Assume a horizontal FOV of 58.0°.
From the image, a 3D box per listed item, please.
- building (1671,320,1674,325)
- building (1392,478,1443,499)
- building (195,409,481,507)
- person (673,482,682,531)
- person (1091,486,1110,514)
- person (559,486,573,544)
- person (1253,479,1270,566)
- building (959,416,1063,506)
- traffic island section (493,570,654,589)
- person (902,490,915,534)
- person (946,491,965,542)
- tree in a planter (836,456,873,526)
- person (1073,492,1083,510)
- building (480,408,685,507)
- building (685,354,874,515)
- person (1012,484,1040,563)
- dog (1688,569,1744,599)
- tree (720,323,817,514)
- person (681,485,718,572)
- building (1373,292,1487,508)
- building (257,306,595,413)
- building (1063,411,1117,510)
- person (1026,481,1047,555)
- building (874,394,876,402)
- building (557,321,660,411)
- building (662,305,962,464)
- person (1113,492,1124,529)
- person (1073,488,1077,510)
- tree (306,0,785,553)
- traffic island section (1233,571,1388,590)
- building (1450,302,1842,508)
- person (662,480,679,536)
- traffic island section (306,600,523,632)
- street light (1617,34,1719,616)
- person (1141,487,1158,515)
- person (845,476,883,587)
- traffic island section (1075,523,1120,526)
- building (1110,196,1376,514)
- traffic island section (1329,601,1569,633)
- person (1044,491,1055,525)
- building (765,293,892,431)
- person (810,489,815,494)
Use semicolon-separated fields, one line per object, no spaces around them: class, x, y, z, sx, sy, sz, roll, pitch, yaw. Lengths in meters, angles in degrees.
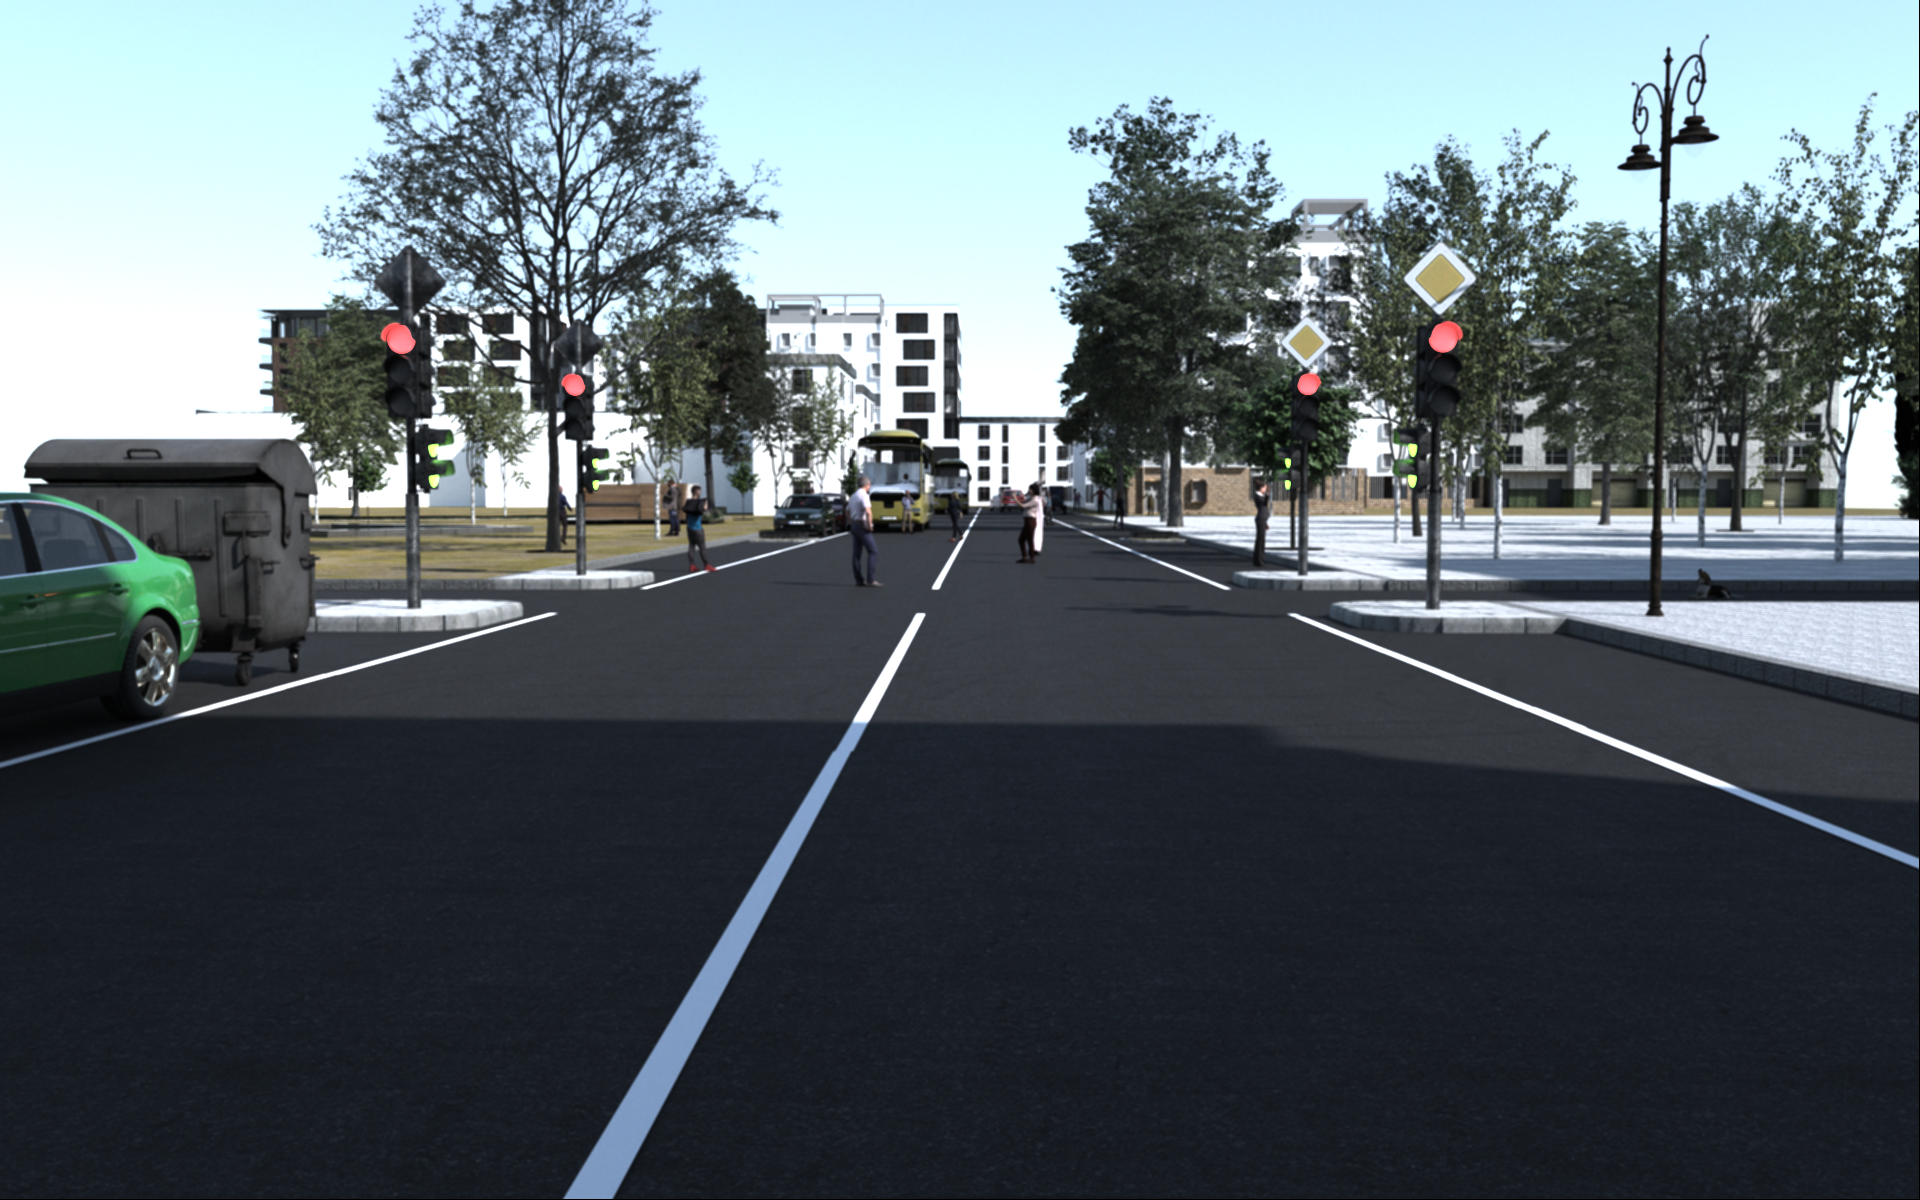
building;74.099;-20.663;194.256;11.380;20.091;16.016;0;4;1
building;54.107;-15.221;191.005;28.070;9.664;9.099;0;4;1
building;-61.330;-14.267;175.418;28.070;9.664;9.099;0;4;1
person;-9.903;-3.253;59.920;0.565;1.739;0.600;2;4;30
person;8.812;-6.281;108.682;1.348;1.831;0.705;2;4;26
person;-10.167;-2.180;44.384;0.574;1.496;0.600;3;4;38
person;6.030;-1.522;34.189;0.445;1.727;0.742;-1;4;-21
building;13.945;-15.263;191.704;28.070;9.664;9.099;0;4;1
traffic island section;-6.022;-0.317;27.458;2.009;0.180;2.903;0;4;1
person;-1.880;-3.177;62.512;0.516;1.574;0.319;-2;4;-28
person;-0.125;-2.527;52.353;0.480;1.512;0.613;2;4;27
tree in a planter;-4.847;-5.018;79.265;1.991;3.239;1.994;0;4;1
person;9.491;-7.944;139.143;0.991;1.433;0.599;-2;4;-27
building;-32.658;-14.193;174.195;28.070;9.664;9.099;0;4;1
building;-11.525;-10.732;117.612;9.099;9.664;28.070;0;4;1
person;1.352;-1.585;35.882;0.566;1.644;0.517;2;4;33
dog;10.392;-0.219;23.780;0.748;0.427;0.550;1;4;20
tree;-7.958;-7.557;73.915;4.360;8.622;3.978;0;3;0
person;-4.807;-1.319;31.940;0.647;1.594;0.662;3;4;38
building;43.474;-19.096;168.633;11.380;20.091;16.016;0;4;1
building;-61.097;-21.898;202.009;32.646;21.610;27.936;0;4;1
building;15.120;-13.555;163.767;9.099;9.664;28.070;0;4;1
person;1.777;-1.916;40.496;0.551;1.740;0.621;1;4;15
building;-11.669;-12.502;146.556;9.099;9.664;28.070;0;4;1
building;-38.539;-20.747;195.626;11.380;20.091;16.016;0;4;1
building;-16.258;-21.838;201.024;32.646;21.610;27.936;0;4;1
person;6.461;-3.640;70.553;0.613;1.512;0.480;3;5;40
person;9.186;-7.969;137.021;0.721;1.739;1.217;0;4;4
tree;-8.843;-7.794;37.794;12.009;13.543;11.850;0;3;0
traffic island section;5.417;-0.305;27.265;2.009;0.180;2.903;0;4;1
building;65.357;-18.440;167.946;31.486;18.905;16.747;0;4;1
person;-8.849;-2.816;52.909;0.431;1.722;0.655;1;4;12
traffic island section;-6.154;0.172;19.474;2.009;0.180;2.903;0;4;1
street light;7.321;-2.770;18.073;0.468;5.910;1.993;0;4;1
person;11.747;-6.134;107.064;1.217;1.736;0.721;-2;4;-28
person;-1.483;-1.073;26.990;0.436;1.711;0.756;-1;4;-22
traffic island section;6.274;-3.452;79.310;1.991;0.108;1.994;0;4;1
building;18.180;-15.852;115.596;16.016;20.091;11.380;0;4;1
traffic island section;5.286;0.183;19.281;2.009;0.180;2.903;0;4;1
person;4.044;-4.175;78.968;0.499;1.552;0.429;-2;4;-28
building;-12.536;-19.169;169.834;11.380;20.091;16.016;0;4;1
person;-7.445;-4.868;88.096;0.523;1.526;0.387;0;4;3
